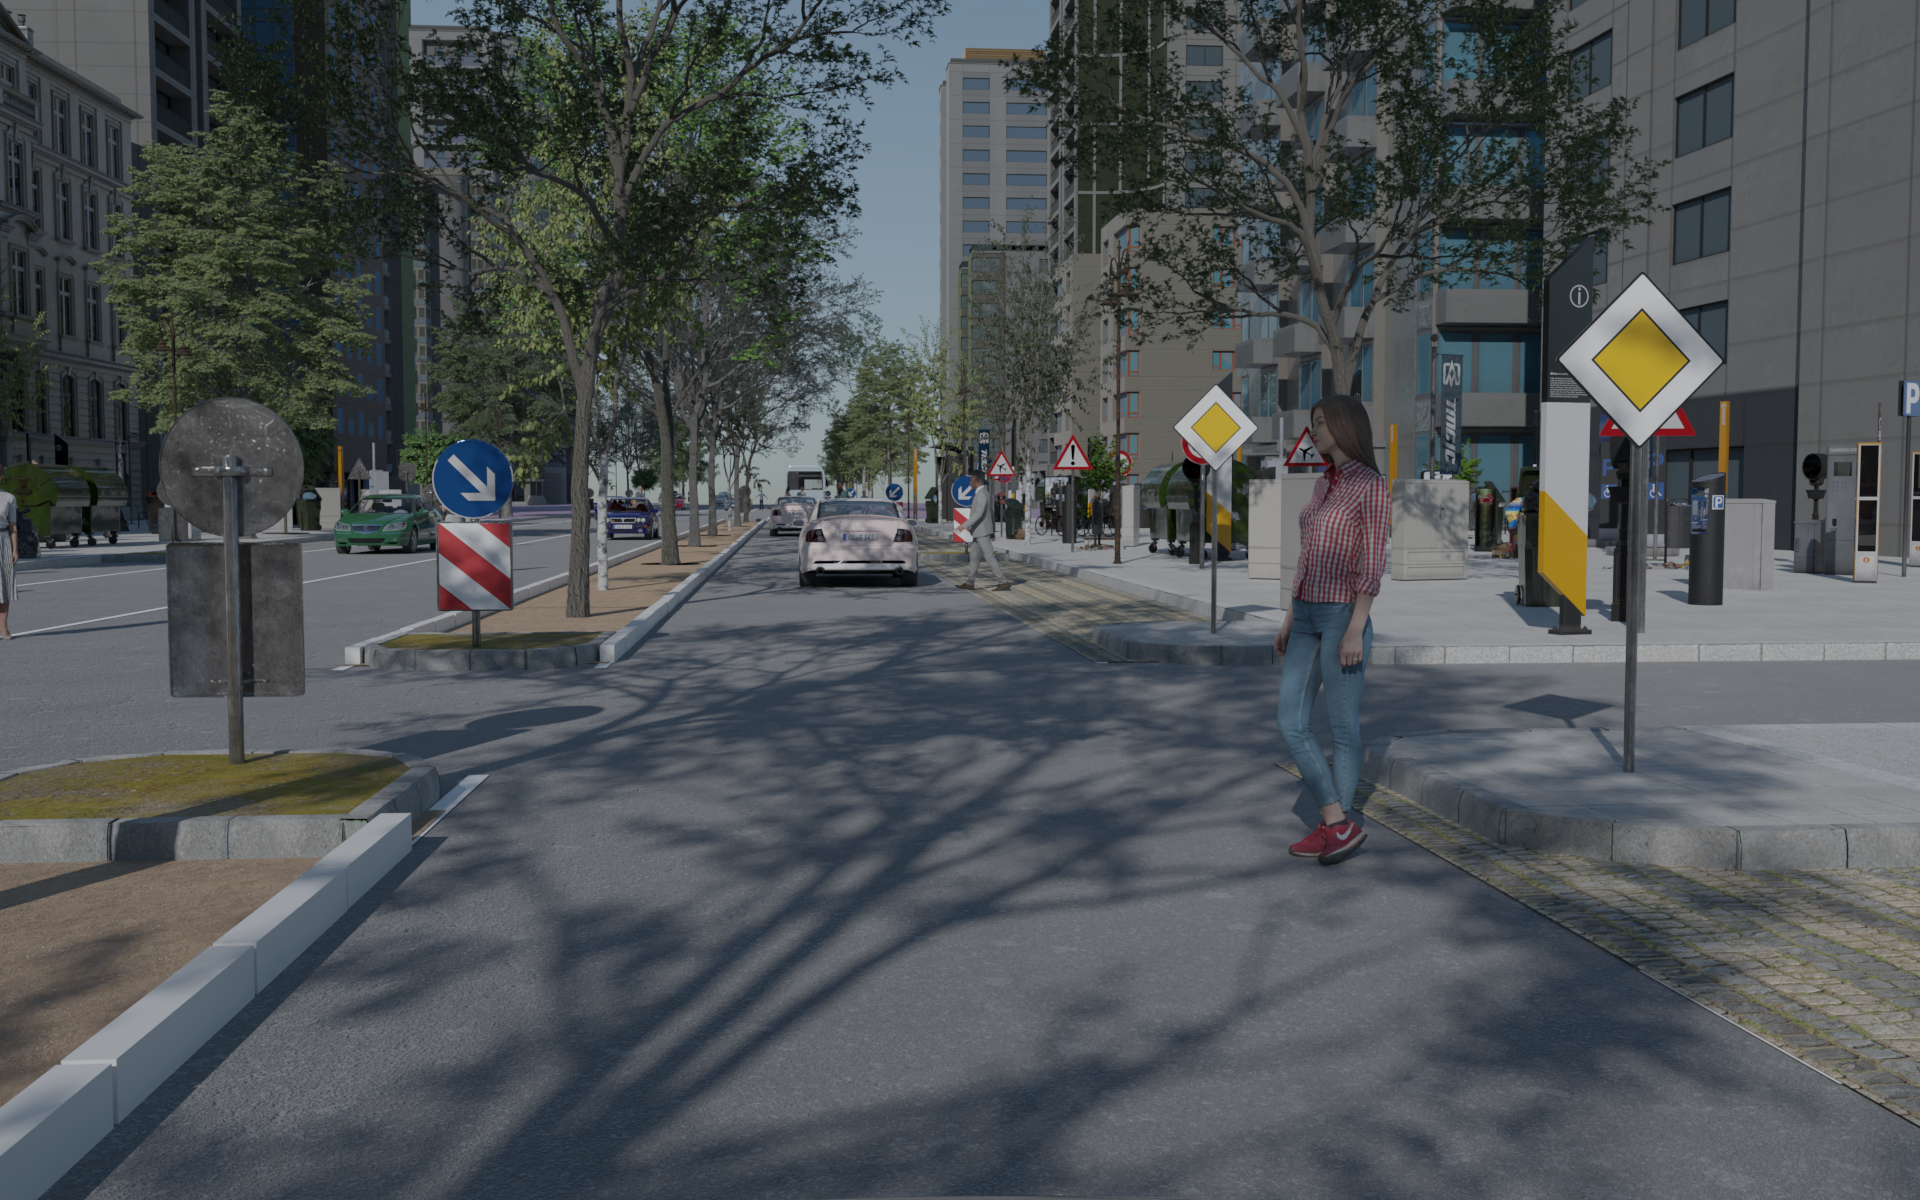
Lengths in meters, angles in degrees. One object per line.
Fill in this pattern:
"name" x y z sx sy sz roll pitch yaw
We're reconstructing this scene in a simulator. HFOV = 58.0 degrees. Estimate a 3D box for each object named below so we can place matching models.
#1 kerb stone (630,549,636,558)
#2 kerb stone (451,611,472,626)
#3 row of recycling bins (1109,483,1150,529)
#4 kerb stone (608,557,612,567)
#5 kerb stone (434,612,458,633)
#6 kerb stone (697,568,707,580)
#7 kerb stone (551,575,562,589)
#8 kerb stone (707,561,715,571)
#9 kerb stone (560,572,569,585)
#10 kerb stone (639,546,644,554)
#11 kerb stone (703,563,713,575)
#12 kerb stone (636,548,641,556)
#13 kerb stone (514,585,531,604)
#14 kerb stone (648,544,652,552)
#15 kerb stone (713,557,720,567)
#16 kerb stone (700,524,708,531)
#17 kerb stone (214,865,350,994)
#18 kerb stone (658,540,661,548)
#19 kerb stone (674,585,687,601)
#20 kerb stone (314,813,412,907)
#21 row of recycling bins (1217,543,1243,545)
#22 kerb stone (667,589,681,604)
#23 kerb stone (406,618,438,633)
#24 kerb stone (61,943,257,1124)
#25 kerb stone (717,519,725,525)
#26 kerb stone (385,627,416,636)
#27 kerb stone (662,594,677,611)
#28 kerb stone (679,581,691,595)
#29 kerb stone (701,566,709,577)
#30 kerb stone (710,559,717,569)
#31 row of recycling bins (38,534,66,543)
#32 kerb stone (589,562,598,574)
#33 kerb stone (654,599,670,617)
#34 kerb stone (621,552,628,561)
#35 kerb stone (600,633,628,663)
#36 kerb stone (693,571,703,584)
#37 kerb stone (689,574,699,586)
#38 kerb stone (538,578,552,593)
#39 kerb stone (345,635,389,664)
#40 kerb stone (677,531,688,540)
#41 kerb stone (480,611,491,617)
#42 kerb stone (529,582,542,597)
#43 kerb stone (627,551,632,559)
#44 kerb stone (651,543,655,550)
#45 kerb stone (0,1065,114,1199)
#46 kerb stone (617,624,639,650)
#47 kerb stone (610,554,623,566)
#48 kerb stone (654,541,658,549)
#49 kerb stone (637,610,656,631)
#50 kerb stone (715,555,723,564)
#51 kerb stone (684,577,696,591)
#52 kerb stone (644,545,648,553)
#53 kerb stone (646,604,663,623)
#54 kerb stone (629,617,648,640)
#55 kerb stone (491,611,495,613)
"kerb stone" -7.352 -0.996 38.478 0.120 0.150 1.000 0 4 -5
"kerb stone" -5.515 0.191 19.073 0.120 0.150 1.000 0 4 -5
"row of recycling bins" 7.077 -3.562 65.346 3.534 1.692 1.069 -2 4 -34
"kerb stone" -6.871 -0.684 33.382 0.120 0.150 1.000 0 4 -5
"kerb stone" -5.419 0.258 18.042 0.120 0.150 1.000 0 4 -5
"kerb stone" -4.292 -0.383 28.461 0.120 0.150 1.000 0 4 -5
"kerb stone" -6.195 -0.247 26.237 0.120 0.150 1.000 0 4 -5
"kerb stone" -4.586 -0.571 31.524 0.120 0.150 1.000 0 4 -5
"kerb stone" -6.294 -0.308 27.254 0.120 0.150 1.000 0 4 -5
"kerb stone" -7.547 -1.120 40.515 0.120 0.150 1.000 0 4 -5
"kerb stone" -4.485 -0.505 30.496 0.120 0.150 1.000 0 4 -5
"kerb stone" -7.450 -1.058 39.495 0.120 0.150 1.000 0 4 -5
"kerb stone" -5.913 -0.059 23.164 0.120 0.150 1.000 0 4 -5
"kerb stone" -7.732 -1.242 42.564 0.120 0.150 1.000 0 4 -5
"kerb stone" -4.781 -0.688 33.569 0.120 0.150 1.000 0 4 -5
"kerb stone" -10.345 -2.930 70.104 0.120 0.150 1.000 0 4 -5
"kerb stone" -2.119 1.024 5.449 0.120 0.150 1.000 0 4 -5
"kerb stone" -8.040 -1.430 45.622 0.120 0.150 1.000 0 4 -5
"kerb stone" -3.813 -0.072 23.368 0.120 0.150 1.000 0 4 -5
"kerb stone" -2.219 0.962 6.466 0.120 0.150 1.000 0 4 -5
"row of recycling bins" 8.092 -2.226 43.505 3.534 1.692 1.069 1 4 13
"kerb stone" -3.724 -0.009 22.350 0.120 0.150 1.000 0 4 -5
"kerb stone" -5.325 0.316 17.024 0.120 0.150 1.000 0 4 -5
"kerb stone" -2.021 1.087 4.426 0.120 0.150 1.000 0 4 -5
"kerb stone" -11.793 -3.865 85.393 0.120 0.150 1.000 0 4 -5
"kerb stone" -5.221 0.384 16.002 0.120 0.150 1.000 0 4 -5
"kerb stone" -3.616 0.057 21.334 0.120 0.150 1.000 0 4 -5
"kerb stone" -3.909 -0.134 24.385 0.120 0.150 1.000 0 4 -5
"kerb stone" -4.395 -0.444 29.478 0.120 0.150 1.000 0 4 -5
"kerb stone" -4.689 -0.633 32.541 0.120 0.150 1.000 0 4 -5
"row of recycling bins" -24.718 -2.324 45.107 1.069 1.692 3.534 1 4 14
"kerb stone" -6.773 -0.622 32.363 0.120 0.150 1.000 0 4 -5
"kerb stone" -3.527 0.119 20.312 0.120 0.150 1.000 0 4 -5
"kerb stone" -7.158 -0.869 36.435 0.120 0.150 1.000 0 4 -5
"kerb stone" -3.044 0.428 15.202 0.120 0.150 1.000 0 4 -5
"kerb stone" -4.202 -0.321 27.443 0.120 0.150 1.000 0 4 -5
"kerb stone" -4.106 -0.259 26.425 0.120 0.150 1.000 0 4 -5
"kerb stone" -6.105 -0.185 25.219 0.120 0.150 1.000 0 4 -5
"kerb stone" -5.127 0.441 14.980 0.120 0.150 1.000 0 4 -5
"kerb stone" -9.099 -2.120 56.855 0.120 0.150 1.000 0 4 -5
"kerb stone" -5.617 0.128 20.098 0.120 0.150 1.000 0 4 -5
"kerb stone" -6.007 -0.120 24.191 0.120 0.150 1.000 0 4 -5
"kerb stone" -7.259 -0.933 37.452 0.120 0.150 1.000 0 4 -5
"kerb stone" -7.831 -1.306 43.581 0.120 0.150 1.000 0 4 -5
"kerb stone" -1.924 1.150 3.404 0.120 0.150 1.000 0 4 -5
"kerb stone" -3.139 0.365 16.228 0.120 0.150 1.000 0 4 -5
"kerb stone" -7.065 -0.809 35.417 0.120 0.150 1.000 0 4 -5
"kerb stone" -7.933 -1.368 44.605 0.120 0.150 1.000 0 4 -5
"kerb stone" -3.331 0.240 18.270 0.120 0.150 1.000 0 4 -5
"kerb stone" -4.871 -0.758 34.588 0.120 0.150 1.000 0 4 -5
"kerb stone" -4.004 -0.196 25.403 0.120 0.150 1.000 0 4 -5
"kerb stone" -7.645 -1.178 41.533 0.120 0.150 1.000 0 4 -5
"kerb stone" -3.433 0.177 19.294 0.120 0.150 1.000 0 4 -5
"kerb stone" -3.234 0.304 17.249 0.120 0.150 1.000 0 4 -5
"kerb stone" -5.712 0.066 21.123 0.120 0.150 1.000 0 4 -5
